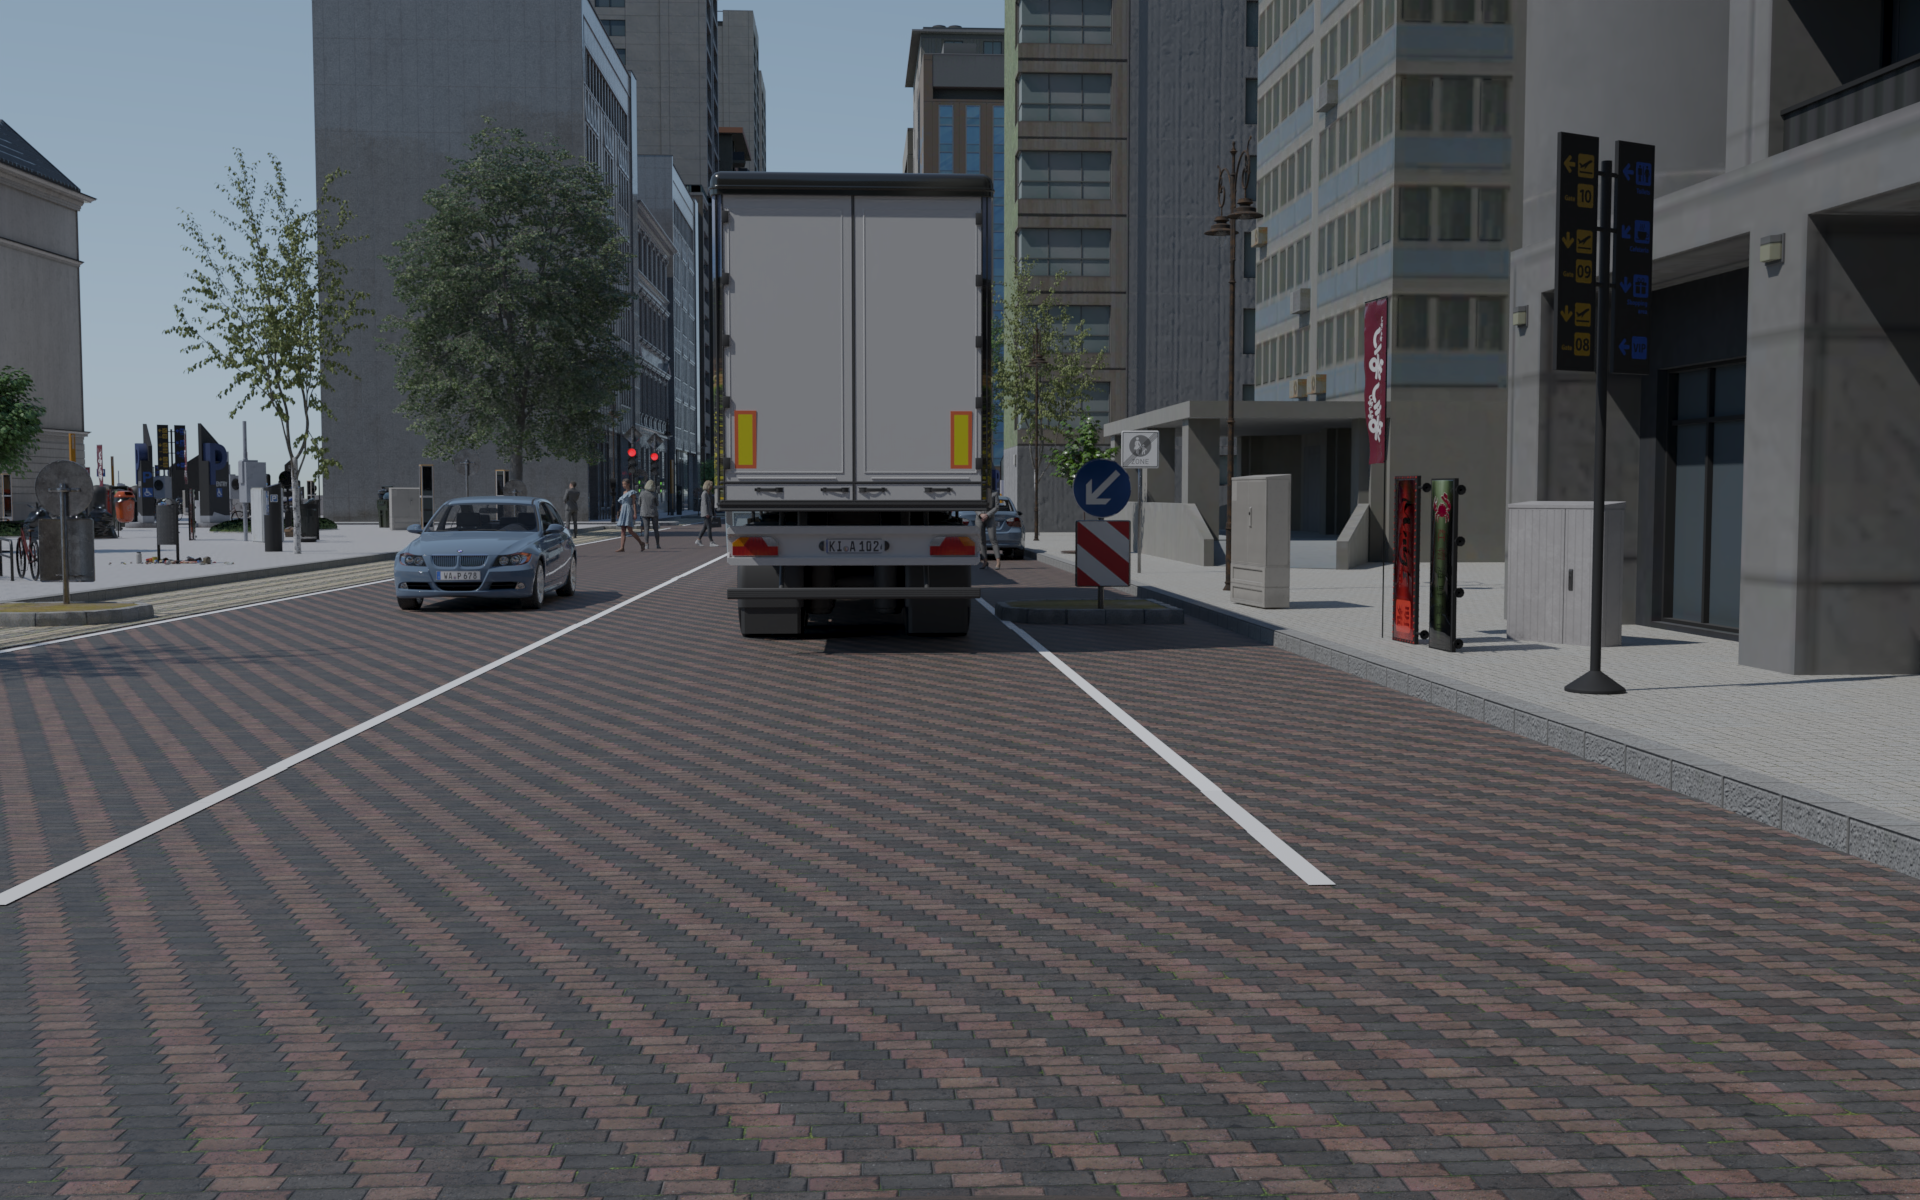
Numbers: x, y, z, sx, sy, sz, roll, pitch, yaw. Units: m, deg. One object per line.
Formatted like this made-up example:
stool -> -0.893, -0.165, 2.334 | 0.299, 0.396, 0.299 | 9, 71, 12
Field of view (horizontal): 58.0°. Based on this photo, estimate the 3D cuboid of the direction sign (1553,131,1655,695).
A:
direction sign -> 4.122, -1.171, 11.137 | 0.876, 3.537, 0.379 | -2, 4, -30

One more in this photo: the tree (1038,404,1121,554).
tree -> 2.766, -2.609, 37.261 | 1.663, 3.219, 1.824 | 0, 3, 0

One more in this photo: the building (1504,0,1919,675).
building -> 16.377, -34.719, 5.913 | 20.563, 71.187, 20.611 | 0, 4, -3

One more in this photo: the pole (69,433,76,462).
pole -> -29.838, -3.942, 58.289 | 0.158, 3.312, 0.155 | 0, 3, 0

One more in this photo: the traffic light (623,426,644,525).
traffic light -> -13.422, -5.034, 71.219 | 0.839, 4.253, 0.868 | 0, 4, -3

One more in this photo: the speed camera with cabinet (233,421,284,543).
speed camera with cabinet -> -18.777, -3.191, 46.504 | 0.660, 3.252, 2.038 | -3, 4, -38

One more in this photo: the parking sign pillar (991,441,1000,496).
parking sign pillar -> 1.399, -6.003, 86.618 | 1.447, 3.967, 1.447 | 0, 4, 1

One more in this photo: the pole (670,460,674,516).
pole -> -17.137, -6.676, 103.004 | 0.158, 3.312, 0.155 | 0, 3, 0

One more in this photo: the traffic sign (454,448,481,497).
traffic sign -> -13.744, -2.949, 48.319 | 0.768, 2.556, 0.104 | 0, 4, 3

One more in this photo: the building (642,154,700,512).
building -> -26.581, -19.109, 130.456 | 12.078, 24.808, 19.932 | 0, 4, -3

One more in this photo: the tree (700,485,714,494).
tree -> -21.281, -9.424, 148.688 | 1.663, 3.219, 1.824 | 0, 3, 0

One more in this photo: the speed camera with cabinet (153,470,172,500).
speed camera with cabinet -> -40.855, -5.690, 87.374 | 2.038, 3.252, 0.660 | 1, 4, 12

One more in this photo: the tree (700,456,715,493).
tree -> -20.502, -9.824, 144.330 | 4.285, 4.588, 4.351 | 0, 3, 0

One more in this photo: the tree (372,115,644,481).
tree -> -15.471, -9.397, 60.295 | 9.857, 13.997, 8.962 | 0, 3, 0

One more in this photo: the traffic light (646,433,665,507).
traffic light -> -13.911, -5.521, 79.189 | 0.839, 4.253, 0.868 | 0, 4, -3

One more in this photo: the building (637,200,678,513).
building -> -24.677, -16.734, 109.757 | 11.583, 22.565, 21.152 | 0, 4, -3

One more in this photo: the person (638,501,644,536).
person -> -10.849, -2.813, 59.175 | 0.352, 1.250, 0.332 | 1, 4, 22

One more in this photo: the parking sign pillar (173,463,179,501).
parking sign pillar -> -54.127, -8.020, 119.592 | 1.447, 3.967, 1.447 | 2, 4, 27

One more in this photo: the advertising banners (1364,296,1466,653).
advertising banners -> 3.849, -1.141, 14.842 | 0.090, 3.025, 2.074 | -1, 4, -8

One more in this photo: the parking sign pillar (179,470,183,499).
parking sign pillar -> -45.885, -7.072, 104.094 | 1.447, 3.967, 1.447 | -1, 4, -18

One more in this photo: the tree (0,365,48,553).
tree -> -21.588, -3.303, 37.712 | 4.285, 4.588, 4.351 | 0, 3, 0

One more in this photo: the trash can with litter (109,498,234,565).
trash can with litter -> -14.369, -1.269, 31.810 | 2.233, 1.210, 1.678 | 2, 4, 26

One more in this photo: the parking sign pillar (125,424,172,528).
parking sign pillar -> -30.967, -4.729, 65.787 | 1.447, 3.967, 1.447 | -2, 4, -33

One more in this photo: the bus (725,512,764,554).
bus -> -2.647, -2.343, 33.166 | 2.948, 3.499, 13.247 | 0, 4, -3

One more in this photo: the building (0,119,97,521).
building -> -53.142, -13.330, 82.577 | 19.286, 19.102, 10.561 | 0, 4, -3

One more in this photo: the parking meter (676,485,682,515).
parking meter -> -17.211, -6.140, 106.097 | 0.255, 1.863, 0.399 | -2, 4, -26

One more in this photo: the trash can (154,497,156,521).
trash can -> -36.772, -4.080, 78.368 | 0.748, 1.137, 0.748 | 0, 3, 0

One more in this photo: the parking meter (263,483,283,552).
parking meter -> -15.294, -1.844, 38.554 | 0.372, 1.533, 0.369 | 0, 3, 0

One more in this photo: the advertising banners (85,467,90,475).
advertising banners -> -55.594, -7.077, 111.900 | 2.074, 3.025, 0.090 | -1, 4, -17

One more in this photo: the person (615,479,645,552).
person -> -8.198, -2.092, 42.797 | 0.778, 1.811, 0.616 | -3, 4, -38

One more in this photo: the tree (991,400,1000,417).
tree -> -1.971, -12.241, 117.148 | 9.611, 12.733, 9.660 | 0, 3, 0

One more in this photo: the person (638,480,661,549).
person -> -8.145, -2.246, 45.408 | 0.537, 1.800, 0.526 | 0, 4, 7

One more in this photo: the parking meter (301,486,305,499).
parking meter -> -50.115, -7.712, 131.796 | 0.399, 1.863, 0.255 | 1, 4, 10

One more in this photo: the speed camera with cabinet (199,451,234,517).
speed camera with cabinet -> -34.047, -5.221, 79.705 | 0.660, 3.252, 2.038 | 1, 4, 22

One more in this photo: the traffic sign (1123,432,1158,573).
traffic sign -> 2.908, -1.585, 28.046 | 0.606, 2.300, 0.079 | 0, 4, -2

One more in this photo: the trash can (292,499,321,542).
trash can -> -17.378, -2.107, 46.095 | 0.748, 1.137, 0.748 | 0, 3, 0

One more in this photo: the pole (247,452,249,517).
pole -> -34.624, -5.514, 84.002 | 0.158, 3.312, 0.155 | 0, 3, 0

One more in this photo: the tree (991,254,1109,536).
tree -> 2.406, -6.276, 52.972 | 4.737, 8.622, 4.395 | 0, 3, 0

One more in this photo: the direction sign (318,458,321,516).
direction sign -> -30.958, -5.606, 83.657 | 0.379, 3.537, 0.876 | -1, 4, -20

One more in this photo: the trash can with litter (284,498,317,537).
trash can with litter -> -19.649, -2.457, 51.554 | 1.055, 1.170, 0.624 | -1, 4, -16

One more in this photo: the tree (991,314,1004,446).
tree -> -0.135, -10.182, 92.236 | 9.928, 11.665, 9.643 | 0, 3, 0

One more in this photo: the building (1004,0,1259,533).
building -> 8.487, -23.247, 63.686 | 14.154, 41.232, 14.086 | 0, 4, -3

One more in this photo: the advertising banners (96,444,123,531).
advertising banners -> -29.839, -3.948, 60.736 | 2.074, 3.025, 0.090 | 3, 5, 44

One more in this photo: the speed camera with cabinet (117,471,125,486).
speed camera with cabinet -> -70.444, -9.256, 145.671 | 0.660, 3.252, 2.038 | -2, 4, -33

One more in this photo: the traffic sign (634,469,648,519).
traffic sign -> -16.163, -5.353, 87.628 | 0.768, 2.556, 0.104 | 0, 4, -2

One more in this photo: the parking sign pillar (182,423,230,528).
parking sign pillar -> -28.605, -4.768, 66.425 | 1.447, 3.967, 1.447 | 1, 4, 11

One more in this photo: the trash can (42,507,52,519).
trash can -> -40.998, -4.060, 78.033 | 0.748, 1.137, 0.748 | 0, 3, 0

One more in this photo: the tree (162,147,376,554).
tree -> -14.313, -5.282, 36.730 | 4.737, 8.622, 4.395 | 0, 3, 0

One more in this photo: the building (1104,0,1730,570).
building -> 19.977, -21.131, 37.380 | 32.217, 40.220, 23.993 | 0, 4, -3

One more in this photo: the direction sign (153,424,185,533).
direction sign -> -25.761, -3.955, 56.658 | 0.876, 3.537, 0.379 | -3, 5, -39

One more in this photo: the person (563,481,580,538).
person -> -12.630, -2.920, 56.044 | 0.447, 1.846, 0.655 | 3, 5, 43

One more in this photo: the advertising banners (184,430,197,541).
advertising banners -> -21.307, -3.163, 47.904 | 0.090, 3.025, 2.074 | -1, 4, -18

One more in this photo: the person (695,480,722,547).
person -> -6.887, -2.365, 47.350 | 0.728, 1.800, 0.709 | 1, 4, 14

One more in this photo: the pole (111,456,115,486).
pole -> -45.607, -6.080, 93.257 | 0.158, 3.312, 0.155 | 0, 3, 0

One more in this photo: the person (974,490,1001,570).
person -> 0.511, -1.479, 32.963 | 0.520, 1.790, 0.573 | 0, 4, -1
